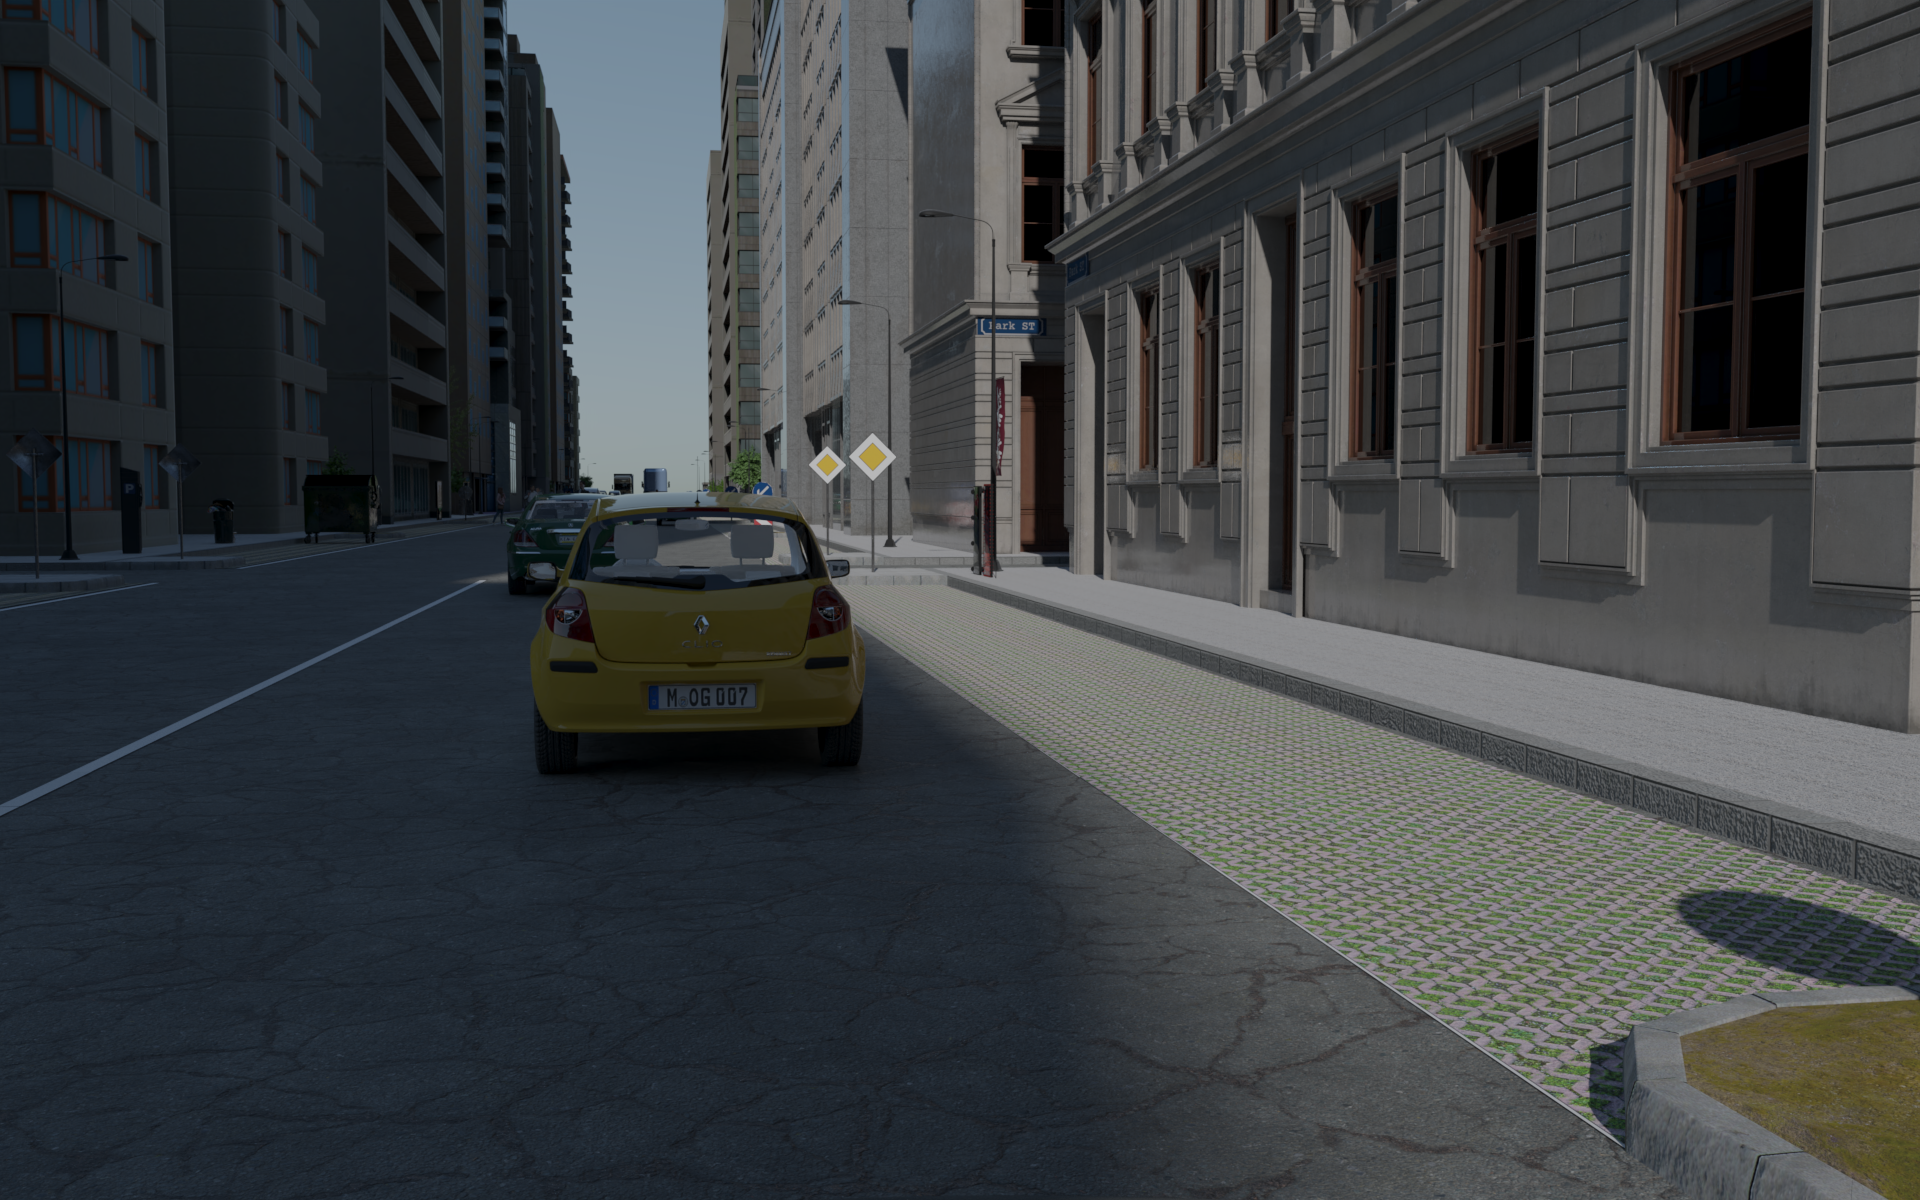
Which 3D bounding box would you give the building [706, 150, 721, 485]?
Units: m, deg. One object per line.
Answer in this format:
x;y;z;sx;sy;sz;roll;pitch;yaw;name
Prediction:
-23.055;-37.317;233.835;21.300;48.544;21.600;-1;4;-10;building

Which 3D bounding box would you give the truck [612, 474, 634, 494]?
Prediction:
-46.474;-15.310;239.231;2.839;4.237;11.283;-1;4;-9;truck

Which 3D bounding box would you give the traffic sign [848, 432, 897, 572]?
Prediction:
-1.428;-1.510;28.330;0.795;2.450;0.064;-1;4;-10;traffic sign

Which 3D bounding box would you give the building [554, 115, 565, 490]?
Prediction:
-52.397;-33.371;195.719;14.600;45.320;14.200;-1;4;-10;building

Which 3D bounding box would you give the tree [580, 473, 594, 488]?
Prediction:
-57.549;-17.172;264.471;4.285;4.588;4.351;0;3;0;tree

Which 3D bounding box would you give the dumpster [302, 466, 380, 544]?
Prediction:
-17.887;-2.758;50.038;1.985;2.255;1.502;-1;4;-8;dumpster

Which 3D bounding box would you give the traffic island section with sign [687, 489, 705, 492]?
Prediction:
-24.272;-9.291;160.541;1.989;1.847;2.006;-1;4;-10;traffic island section with sign

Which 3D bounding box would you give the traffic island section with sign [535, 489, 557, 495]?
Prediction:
-32.187;-7.594;132.788;1.989;1.847;2.006;-1;4;-10;traffic island section with sign

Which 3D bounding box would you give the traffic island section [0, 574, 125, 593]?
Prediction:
-14.017;-0.244;26.274;2.009;0.180;2.903;-1;4;-10;traffic island section

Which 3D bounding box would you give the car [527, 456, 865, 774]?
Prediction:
-1.601;-0.011;10.400;2.015;1.641;3.980;-1;4;-10;car

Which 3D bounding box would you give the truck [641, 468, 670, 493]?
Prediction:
-30.720;-11.300;174.509;2.967;4.110;18.799;-1;4;-10;truck

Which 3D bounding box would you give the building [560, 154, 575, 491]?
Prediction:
-59.981;-34.350;216.251;22.147;44.769;28.867;-1;4;-10;building

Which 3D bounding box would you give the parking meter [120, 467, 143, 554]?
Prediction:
-17.815;-1.930;37.263;0.399;1.863;0.255;-1;4;-15;parking meter

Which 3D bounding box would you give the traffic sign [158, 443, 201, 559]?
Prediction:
-15.337;-1.862;34.088;0.795;2.450;0.064;-1;4;-10;traffic sign

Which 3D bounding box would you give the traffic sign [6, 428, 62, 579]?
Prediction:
-13.996;-1.381;26.216;0.795;2.450;0.064;-1;4;-10;traffic sign

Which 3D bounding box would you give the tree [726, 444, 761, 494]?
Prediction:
-13.580;-7.936;113.462;4.285;4.588;4.351;0;3;0;tree

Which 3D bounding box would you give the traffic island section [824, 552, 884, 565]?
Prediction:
-2.748;-0.856;36.283;2.009;0.180;2.903;-1;4;-10;traffic island section

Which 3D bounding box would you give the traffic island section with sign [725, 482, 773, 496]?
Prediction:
-6.668;-2.977;57.294;1.989;1.847;2.006;-1;4;-10;traffic island section with sign

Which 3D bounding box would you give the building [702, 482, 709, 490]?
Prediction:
-22.289;-34.652;258.440;32.217;40.220;23.993;-1;4;-10;building

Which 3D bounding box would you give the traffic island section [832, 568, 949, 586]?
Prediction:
-1.407;-0.375;28.411;2.009;0.180;2.903;-1;4;-10;traffic island section

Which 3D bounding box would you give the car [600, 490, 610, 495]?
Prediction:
-34.870;-9.688;167.065;2.281;1.827;5.304;-1;4;-11;car

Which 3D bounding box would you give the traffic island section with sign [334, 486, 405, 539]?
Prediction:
-19.149;-2.916;56.310;1.989;1.847;2.006;-1;4;-10;traffic island section with sign

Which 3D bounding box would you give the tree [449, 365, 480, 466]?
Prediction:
-29.127;-8.951;96.719;4.737;8.622;4.395;0;3;0;tree

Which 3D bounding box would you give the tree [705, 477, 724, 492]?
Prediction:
-28.462;-12.556;199.891;1.663;3.219;1.824;0;3;0;tree

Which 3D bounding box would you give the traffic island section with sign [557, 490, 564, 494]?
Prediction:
-36.723;-9.219;159.360;1.989;1.847;2.006;-1;4;-10;traffic island section with sign

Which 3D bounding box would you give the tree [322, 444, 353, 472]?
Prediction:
-24.539;-4.481;67.867;1.663;3.219;1.824;0;3;0;tree

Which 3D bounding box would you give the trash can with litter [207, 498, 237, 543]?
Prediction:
-19.208;-2.063;45.116;0.624;1.170;1.055;-1;4;-16;trash can with litter

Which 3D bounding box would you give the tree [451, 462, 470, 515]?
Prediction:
-31.057;-6.834;106.342;1.663;3.219;1.824;0;3;0;tree

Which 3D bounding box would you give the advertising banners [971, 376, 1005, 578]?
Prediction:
0.433;-1.869;26.749;0.090;3.025;2.074;-1;4;-12;advertising banners

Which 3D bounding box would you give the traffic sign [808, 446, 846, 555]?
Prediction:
-2.770;-1.991;36.202;0.795;2.450;0.064;-1;4;-10;traffic sign

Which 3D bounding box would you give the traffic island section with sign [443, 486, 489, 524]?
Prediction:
-23.759;-4.567;83.297;1.989;1.847;2.006;-1;4;-10;traffic island section with sign

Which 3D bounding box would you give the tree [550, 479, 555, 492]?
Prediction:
-43.624;-11.536;183.214;1.663;3.219;1.824;0;3;0;tree

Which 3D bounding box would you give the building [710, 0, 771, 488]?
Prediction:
-20.258;-47.339;212.250;20.563;71.187;20.611;-1;4;-10;building

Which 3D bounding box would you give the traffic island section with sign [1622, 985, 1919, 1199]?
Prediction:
2.501;0.316;3.468;1.989;1.847;2.006;-1;4;-10;traffic island section with sign

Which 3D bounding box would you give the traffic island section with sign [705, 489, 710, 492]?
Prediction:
-11.198;-4.602;83.868;1.989;1.847;2.006;-1;4;-10;traffic island section with sign

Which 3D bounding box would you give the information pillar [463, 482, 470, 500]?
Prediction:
-29.729;-6.111;104.400;0.304;2.012;0.304;0;4;-3;information pillar

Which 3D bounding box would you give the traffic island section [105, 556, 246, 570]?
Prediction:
-15.359;-0.726;34.146;2.009;0.180;2.903;-1;4;-10;traffic island section

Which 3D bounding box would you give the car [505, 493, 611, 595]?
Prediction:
-5.835;-0.884;26.253;2.131;1.459;4.920;-1;4;-11;car

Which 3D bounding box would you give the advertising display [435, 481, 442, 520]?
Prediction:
-25.482;-4.860;84.671;0.123;1.923;0.974;0;4;-4;advertising display
